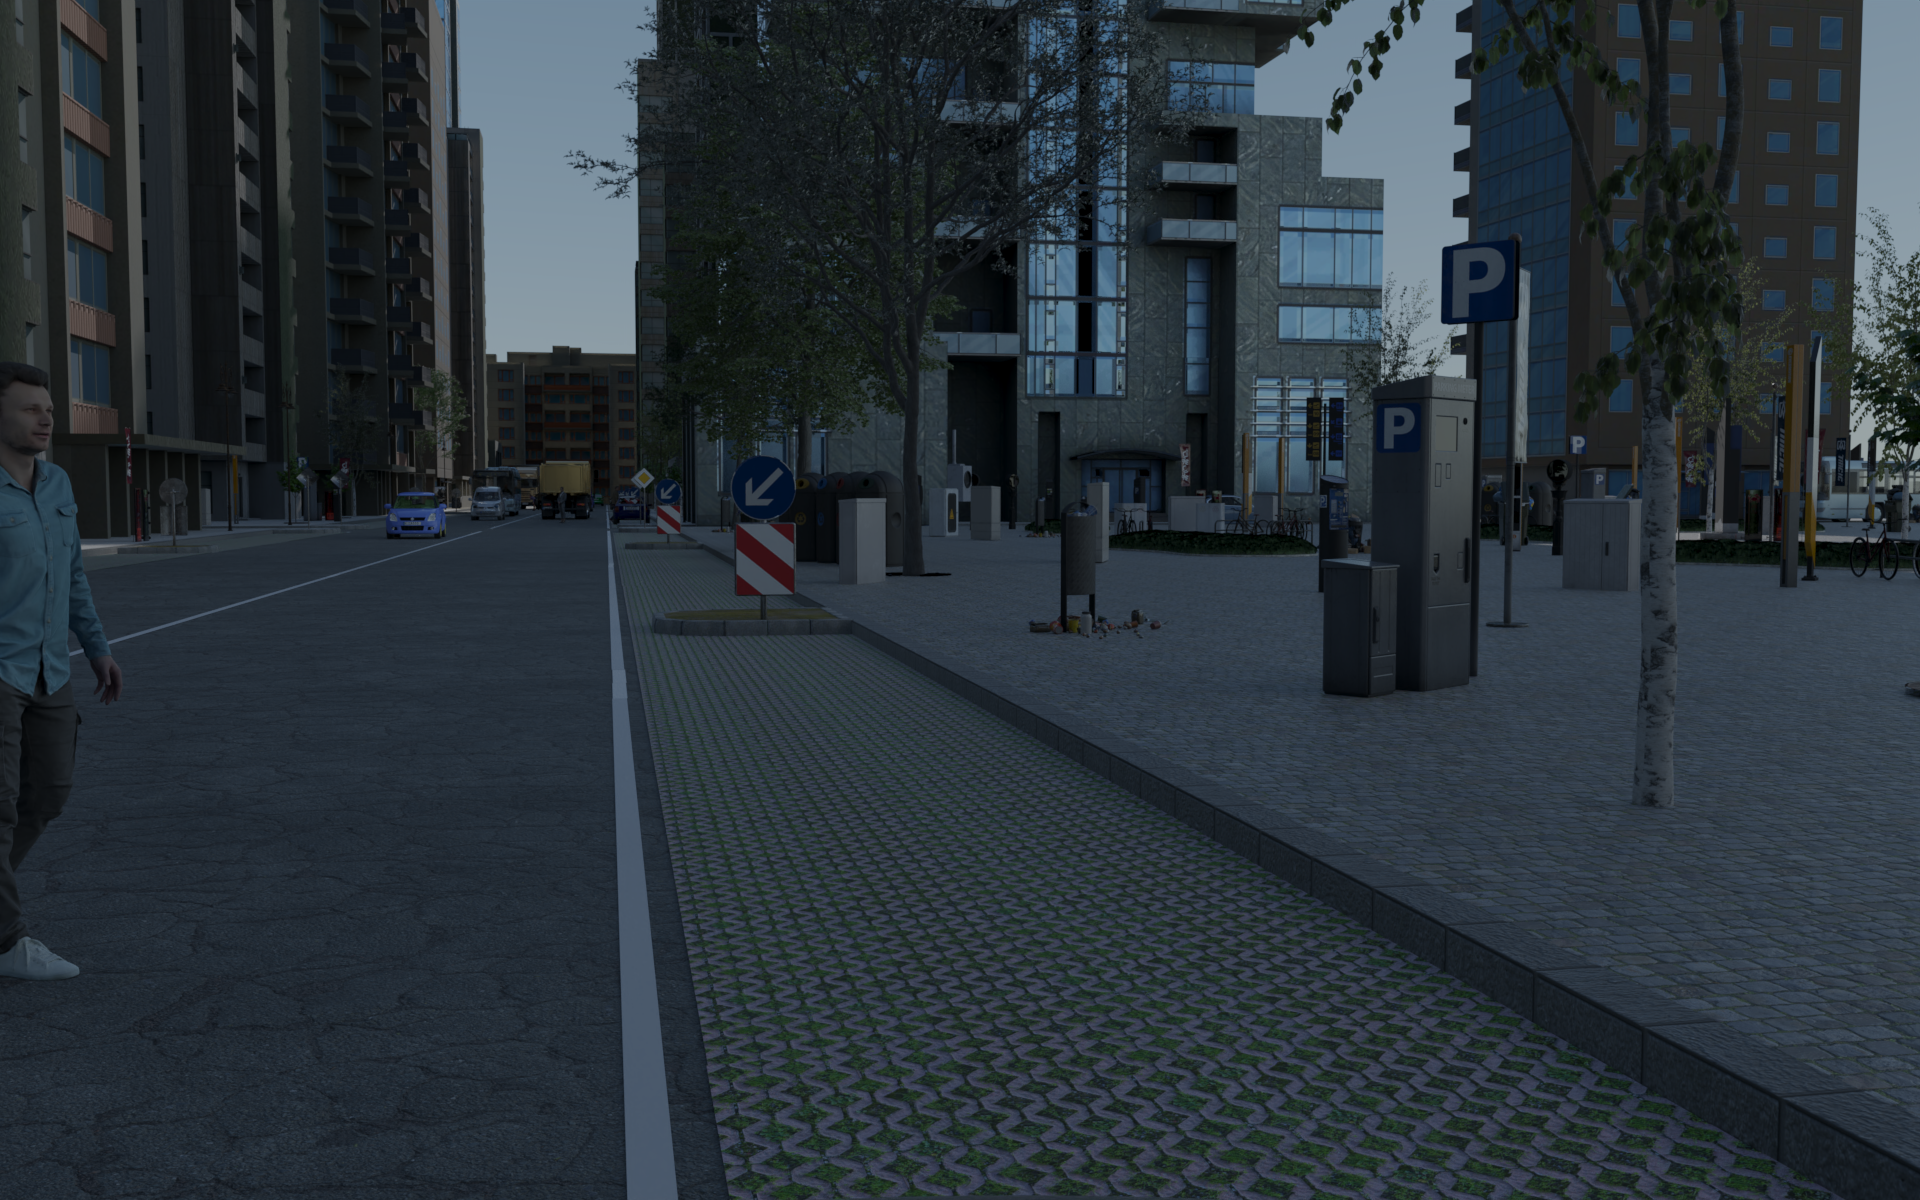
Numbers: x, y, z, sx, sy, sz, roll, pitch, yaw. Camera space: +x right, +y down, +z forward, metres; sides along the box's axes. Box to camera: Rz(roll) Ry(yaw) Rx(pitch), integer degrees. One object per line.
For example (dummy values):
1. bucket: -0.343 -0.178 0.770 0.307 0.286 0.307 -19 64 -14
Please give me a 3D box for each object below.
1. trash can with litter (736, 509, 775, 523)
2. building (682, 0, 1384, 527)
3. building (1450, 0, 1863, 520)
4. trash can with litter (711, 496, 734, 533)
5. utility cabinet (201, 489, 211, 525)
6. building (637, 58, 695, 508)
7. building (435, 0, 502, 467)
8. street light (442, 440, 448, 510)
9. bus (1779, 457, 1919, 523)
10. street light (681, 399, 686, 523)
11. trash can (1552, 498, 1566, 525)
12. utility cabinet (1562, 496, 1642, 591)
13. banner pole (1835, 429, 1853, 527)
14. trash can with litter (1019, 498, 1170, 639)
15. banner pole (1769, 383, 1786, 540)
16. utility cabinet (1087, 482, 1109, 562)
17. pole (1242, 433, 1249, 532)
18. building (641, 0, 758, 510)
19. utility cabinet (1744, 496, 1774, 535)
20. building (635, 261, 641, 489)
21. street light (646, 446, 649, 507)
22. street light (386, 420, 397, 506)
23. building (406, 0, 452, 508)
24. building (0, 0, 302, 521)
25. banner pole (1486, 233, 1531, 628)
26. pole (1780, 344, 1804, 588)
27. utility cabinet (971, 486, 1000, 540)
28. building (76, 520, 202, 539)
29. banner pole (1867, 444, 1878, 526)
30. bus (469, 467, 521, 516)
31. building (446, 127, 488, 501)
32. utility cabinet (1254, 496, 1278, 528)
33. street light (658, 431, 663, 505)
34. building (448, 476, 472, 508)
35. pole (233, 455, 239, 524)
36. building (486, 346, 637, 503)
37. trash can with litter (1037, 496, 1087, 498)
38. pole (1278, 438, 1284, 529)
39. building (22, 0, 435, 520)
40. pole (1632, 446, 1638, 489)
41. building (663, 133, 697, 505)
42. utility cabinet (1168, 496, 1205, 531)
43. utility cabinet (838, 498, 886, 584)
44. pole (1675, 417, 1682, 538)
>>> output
1. trash can with litter: -4.445 -1.678 38.828 1.055 1.170 0.624 -3 4 -37
2. building: 2.150 -47.082 82.458 31.000 86.520 22.319 -1 4 -12
3. building: 35.333 -26.857 89.215 14.200 45.320 14.600 -1 4 -12
4. trash can with litter: -7.636 -2.908 58.603 1.678 1.210 2.233 2 4 24
5. utility cabinet: -31.225 -3.799 70.784 1.173 1.500 0.318 1 4 13
6. building: -23.940 -29.605 167.642 14.154 41.232 14.086 -1 4 -12
7. building: -71.153 -54.497 203.694 31.000 86.520 22.319 -1 4 -12
8. street light: -41.839 -10.265 140.618 0.468 5.910 1.993 -1 4 -12
9. bus: 44.704 -5.300 81.516 13.247 3.499 2.948 -1 4 -12
10. street light: -12.390 -6.415 77.672 0.468 5.910 1.993 -1 4 -12
11. trash can: 22.259 -3.248 64.755 0.748 1.137 0.748 0 3 0
12. utility cabinet: 8.626 -0.743 23.316 0.306 1.237 1.020 -2 4 -34
13. banner pole: 34.365 -4.730 67.351 0.401 3.779 0.863 -1 4 -21
14. trash can with litter: 1.424 -0.332 16.484 1.678 1.210 2.233 3 4 36
15. banner pole: 18.396 -2.992 38.938 0.401 3.779 0.863 0 4 -4
16. utility cabinet: 2.587 -1.464 32.611 0.318 1.500 1.173 1 4 11
17. pole: 9.540 -3.912 57.808 0.158 3.312 0.155 0 3 0
18. building: -23.737 -45.638 184.441 20.563 71.187 20.611 -1 4 -12
19. utility cabinet: 25.508 -2.683 55.030 1.020 1.237 0.306 3 5 44
20. building: -33.370 -27.188 216.226 14.160 30.474 14.107 -1 4 -12
21. street light: -26.520 -10.662 147.104 0.468 5.910 1.993 -1 4 -12
22. street light: -34.731 -8.139 105.854 0.468 5.910 1.993 -1 4 -12
23. building: -51.927 -30.536 149.377 14.600 45.320 14.200 -1 4 -12
24. building: -40.339 -19.014 82.581 14.160 30.474 14.107 -1 4 -12
25. banner pole: 5.434 -1.644 16.896 0.401 3.779 0.863 2 4 31
26. pole: 11.407 -1.829 23.749 0.158 3.312 0.155 0 3 0
27. utility cabinet: 0.717 -2.419 48.223 0.318 1.500 1.173 -2 4 -29
28. building: -38.200 -24.123 49.037 28.867 44.769 22.147 -1 4 -12
29. banner pole: 36.483 -4.851 69.337 0.401 3.779 0.863 0 4 4
30. bus: -30.634 -7.332 114.740 2.948 3.499 13.247 -1 4 -12
31. building: -58.878 -30.785 186.935 14.154 41.232 14.086 -1 4 -12
32. utility cabinet: 11.744 -3.385 66.510 0.306 1.237 1.020 -2 4 -35
33. street light: -19.404 -8.541 112.429 0.468 5.910 1.993 -1 4 -12
34. building: -64.366 -29.026 166.454 32.217 40.220 23.993 -1 4 -12
35. pole: -31.030 -4.914 74.183 0.158 3.312 0.155 0 3 0
36. building: -54.556 -24.260 241.686 28.899 21.520 27.650 -1 4 -12
37. trash can with litter: 2.604 -2.495 51.856 1.678 1.210 2.233 1 4 20
38. pole: 11.687 -4.234 63.062 0.158 3.312 0.155 0 3 0
39. building: -46.216 -27.912 110.986 22.147 44.769 28.867 -1 4 -12
40. pole: 28.662 -4.879 73.614 0.158 3.312 0.155 0 3 0
41. building: -17.274 -22.677 142.467 14.160 30.474 14.107 -1 4 -12
42. utility cabinet: 6.512 -2.363 49.797 1.020 1.237 0.306 0 4 -7
43. utility cabinet: -1.414 -0.850 25.053 0.306 1.237 1.020 1 4 22
44. pole: 19.042 -3.188 45.974 0.158 3.312 0.155 0 3 0
